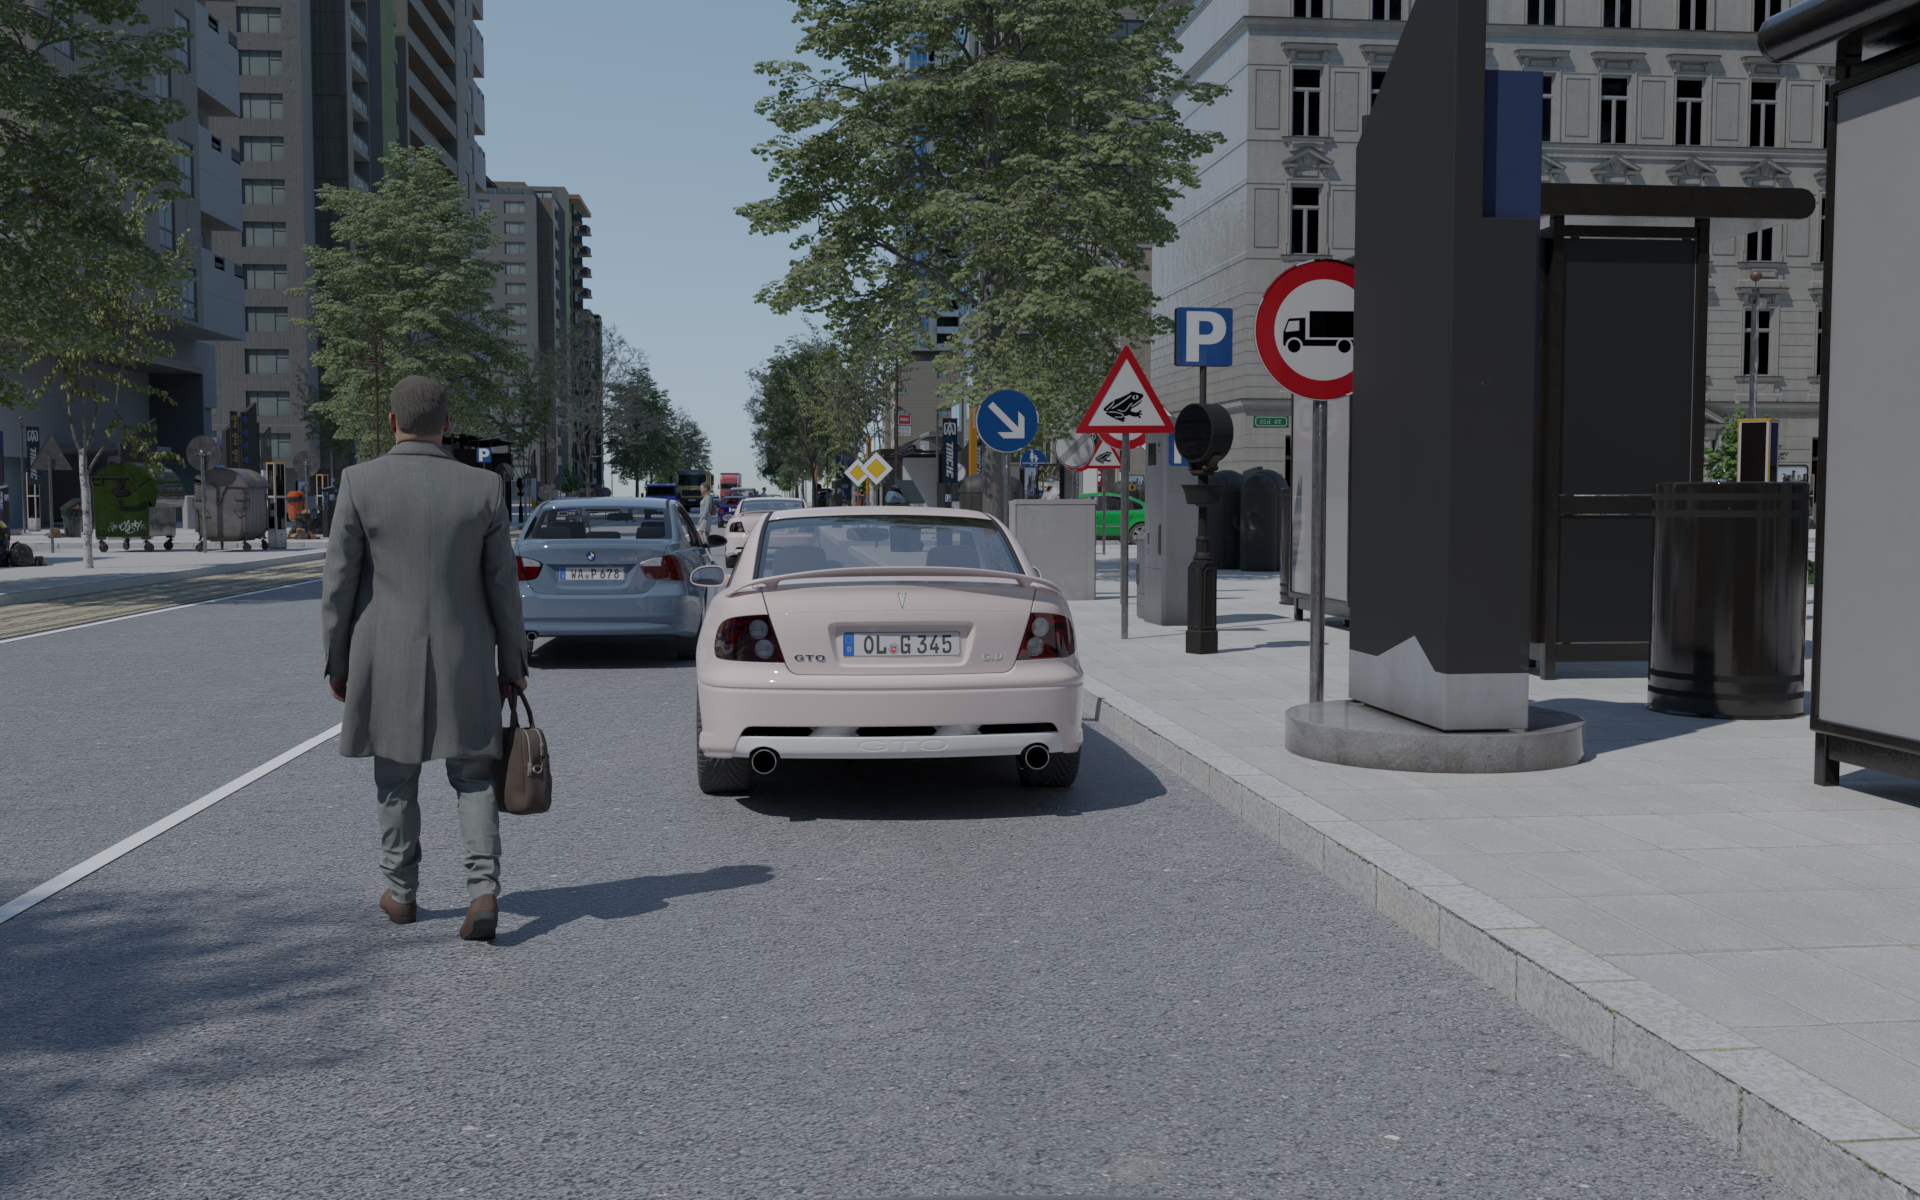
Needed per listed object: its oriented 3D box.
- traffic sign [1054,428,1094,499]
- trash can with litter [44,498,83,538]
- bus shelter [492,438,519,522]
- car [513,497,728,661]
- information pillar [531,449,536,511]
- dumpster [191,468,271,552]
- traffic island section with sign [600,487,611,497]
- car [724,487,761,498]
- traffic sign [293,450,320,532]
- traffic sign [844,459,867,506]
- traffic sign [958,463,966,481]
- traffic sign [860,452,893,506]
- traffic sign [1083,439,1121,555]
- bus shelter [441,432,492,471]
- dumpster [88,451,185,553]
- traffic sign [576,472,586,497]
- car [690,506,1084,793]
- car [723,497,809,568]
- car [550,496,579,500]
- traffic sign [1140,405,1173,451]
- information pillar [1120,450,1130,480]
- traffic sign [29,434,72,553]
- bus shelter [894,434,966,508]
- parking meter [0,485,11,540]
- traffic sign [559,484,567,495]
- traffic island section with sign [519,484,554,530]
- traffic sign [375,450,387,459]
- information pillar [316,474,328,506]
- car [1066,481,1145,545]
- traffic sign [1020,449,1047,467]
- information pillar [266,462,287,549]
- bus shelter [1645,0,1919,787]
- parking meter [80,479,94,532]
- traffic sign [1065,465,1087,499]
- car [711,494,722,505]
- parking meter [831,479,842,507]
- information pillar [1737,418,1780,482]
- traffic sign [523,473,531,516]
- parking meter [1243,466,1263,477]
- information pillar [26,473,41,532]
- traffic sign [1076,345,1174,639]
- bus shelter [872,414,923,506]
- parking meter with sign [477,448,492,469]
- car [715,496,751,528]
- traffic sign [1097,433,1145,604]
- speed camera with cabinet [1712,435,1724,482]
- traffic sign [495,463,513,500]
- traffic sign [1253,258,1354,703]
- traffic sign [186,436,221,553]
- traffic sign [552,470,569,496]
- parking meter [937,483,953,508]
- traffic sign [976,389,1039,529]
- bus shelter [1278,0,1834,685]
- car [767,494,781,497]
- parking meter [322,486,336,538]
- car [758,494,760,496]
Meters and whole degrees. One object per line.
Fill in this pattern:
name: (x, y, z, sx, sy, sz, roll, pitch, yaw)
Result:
traffic sign: (2.192, -2.028, 33.265, 0.768, 2.556, 0.104, 0, 4, -1)
trash can with litter: (-26.189, -2.405, 50.701, 0.624, 1.170, 1.055, 2, 4, 32)
bus shelter: (-20.524, -5.159, 75.631, 1.731, 3.624, 6.357, 0, 4, -7)
car: (-3.202, -0.256, 16.189, 2.014, 1.417, 4.499, 0, 4, -6)
information pillar: (-22.281, -6.066, 90.535, 0.183, 3.616, 0.504, -3, 4, -36)
dumpster: (-16.337, -2.024, 38.849, 1.264, 1.857, 1.865, 0, 4, -6)
traffic island section with sign: (-19.824, -5.409, 97.070, 1.989, 1.847, 2.006, 0, 4, -6)
car: (-12.577, -5.624, 100.622, 2.281, 1.827, 5.304, 0, 4, -6)
traffic sign: (-19.055, -3.083, 50.507, 0.768, 2.556, 0.104, 0, 4, -4)
traffic sign: (-2.895, -2.781, 49.113, 0.795, 2.450, 0.064, 0, 4, -6)
traffic sign: (-0.158, -4.306, 70.516, 0.768, 2.556, 0.104, 0, 4, -2)
traffic sign: (-1.989, -2.296, 41.179, 0.795, 2.450, 0.064, 0, 4, -6)
traffic sign: (3.033, -2.228, 36.438, 0.884, 2.594, 0.081, 0, 4, 0)
bus shelter: (-20.048, -4.730, 68.615, 1.731, 3.624, 6.357, 0, 4, -7)
dumpster: (-18.431, -2.218, 38.751, 1.502, 2.255, 1.985, 0, 4, -7)
traffic sign: (-22.757, -6.320, 103.337, 0.884, 2.594, 0.081, 0, 4, -4)
car: (-0.492, 0.159, 9.762, 2.083, 1.381, 4.827, 0, 4, -6)
car: (-3.760, -1.384, 34.991, 2.083, 1.381, 4.827, 0, 4, -5)
car: (-16.925, -3.751, 73.912, 1.945, 1.354, 3.894, 0, 4, -7)
traffic sign: (2.515, -1.269, 21.932, 0.795, 2.450, 0.064, 0, 4, -5)
information pillar: (6.229, -4.542, 65.611, 0.183, 3.616, 0.504, -3, 5, -40)
traffic sign: (-19.770, -2.304, 37.667, 0.884, 2.594, 0.081, 0, 4, -5)
bus shelter: (-1.110, -4.124, 61.350, 2.014, 3.302, 5.546, 0, 4, -7)
parking meter: (-26.527, -2.419, 47.962, 0.372, 1.533, 0.369, 0, 3, 0)
traffic sign: (-23.403, -6.304, 103.068, 0.884, 2.594, 0.081, 0, 4, -4)
traffic island section with sign: (-16.747, -3.762, 70.133, 1.989, 1.847, 2.006, 0, 4, -6)
traffic sign: (-13.263, -2.219, 39.917, 0.795, 2.450, 0.064, 0, 4, -6)
information pillar: (-23.892, -3.697, 64.938, 0.304, 2.012, 0.304, 1, 4, 21)
car: (3.393, -2.314, 46.638, 4.718, 1.807, 1.959, 0, 4, -6)
traffic sign: (2.071, -2.973, 48.720, 0.768, 2.556, 0.104, 0, 4, -1)
information pillar: (-15.905, -2.191, 40.314, 0.304, 2.012, 0.304, 2, 4, 33)
bus shelter: (4.730, -1.744, 6.144, 2.179, 5.291, 8.768, 0, 4, -7)
parking meter: (-29.288, -3.206, 58.130, 0.399, 1.863, 0.255, -2, 4, -30)
traffic sign: (2.724, -2.451, 40.172, 0.768, 2.556, 0.104, 0, 4, -1)
car: (-27.713, -11.142, 194.173, 2.014, 1.417, 4.499, 0, 4, -8)
parking meter: (-4.697, -3.686, 65.984, 0.399, 1.863, 0.255, -3, 5, -43)
information pillar: (7.833, -0.768, 17.042, 0.304, 2.012, 0.304, 3, 5, 41)
traffic sign: (-25.660, -6.306, 103.204, 0.768, 2.556, 0.104, 0, 4, -5)
parking meter: (6.217, -1.906, 36.876, 0.399, 1.863, 0.255, 3, 5, 40)
information pillar: (-31.642, -3.343, 59.147, 0.304, 2.012, 0.304, 0, 4, -2)
traffic sign: (1.455, -0.932, 15.244, 0.884, 2.594, 0.081, 0, 4, 0)
bus shelter: (-3.204, -6.514, 84.140, 2.179, 5.291, 8.768, 0, 4, -7)
parking meter with sign: (-17.931, -4.166, 64.377, 0.543, 3.016, 1.738, 0, 4, 3)
car: (-9.601, -3.806, 74.807, 1.945, 1.354, 3.894, 0, 4, -7)
traffic sign: (1.905, -1.222, 20.092, 0.768, 2.556, 0.104, 0, 4, -6)
speed camera with cabinet: (25.780, -3.864, 57.516, 0.660, 3.252, 2.038, 0, 4, -7)
traffic sign: (-18.780, -4.357, 71.347, 0.768, 2.556, 0.104, 0, 4, 1)
traffic sign: (1.967, -0.573, 9.483, 0.768, 2.556, 0.104, 0, 4, -4)
traffic sign: (-16.487, -2.302, 37.749, 0.768, 2.556, 0.104, 0, 4, 3)
traffic sign: (-21.292, -5.645, 92.299, 0.884, 2.594, 0.081, 0, 4, 1)
parking meter: (-0.367, -2.018, 41.398, 0.372, 1.533, 0.369, 0, 3, 0)
traffic sign: (0.579, -1.291, 21.213, 0.768, 2.556, 0.104, 0, 4, 3)
bus shelter: (4.342, -2.352, 16.087, 2.179, 5.291, 8.768, 0, 4, -6)
car: (-12.918, -6.541, 118.955, 2.014, 1.417, 4.499, 0, 4, -7)
parking meter: (-18.649, -2.616, 51.188, 0.372, 1.533, 0.369, 0, 3, 0)
car: (-22.959, -11.265, 193.972, 2.009, 1.686, 4.222, 0, 4, -5)
